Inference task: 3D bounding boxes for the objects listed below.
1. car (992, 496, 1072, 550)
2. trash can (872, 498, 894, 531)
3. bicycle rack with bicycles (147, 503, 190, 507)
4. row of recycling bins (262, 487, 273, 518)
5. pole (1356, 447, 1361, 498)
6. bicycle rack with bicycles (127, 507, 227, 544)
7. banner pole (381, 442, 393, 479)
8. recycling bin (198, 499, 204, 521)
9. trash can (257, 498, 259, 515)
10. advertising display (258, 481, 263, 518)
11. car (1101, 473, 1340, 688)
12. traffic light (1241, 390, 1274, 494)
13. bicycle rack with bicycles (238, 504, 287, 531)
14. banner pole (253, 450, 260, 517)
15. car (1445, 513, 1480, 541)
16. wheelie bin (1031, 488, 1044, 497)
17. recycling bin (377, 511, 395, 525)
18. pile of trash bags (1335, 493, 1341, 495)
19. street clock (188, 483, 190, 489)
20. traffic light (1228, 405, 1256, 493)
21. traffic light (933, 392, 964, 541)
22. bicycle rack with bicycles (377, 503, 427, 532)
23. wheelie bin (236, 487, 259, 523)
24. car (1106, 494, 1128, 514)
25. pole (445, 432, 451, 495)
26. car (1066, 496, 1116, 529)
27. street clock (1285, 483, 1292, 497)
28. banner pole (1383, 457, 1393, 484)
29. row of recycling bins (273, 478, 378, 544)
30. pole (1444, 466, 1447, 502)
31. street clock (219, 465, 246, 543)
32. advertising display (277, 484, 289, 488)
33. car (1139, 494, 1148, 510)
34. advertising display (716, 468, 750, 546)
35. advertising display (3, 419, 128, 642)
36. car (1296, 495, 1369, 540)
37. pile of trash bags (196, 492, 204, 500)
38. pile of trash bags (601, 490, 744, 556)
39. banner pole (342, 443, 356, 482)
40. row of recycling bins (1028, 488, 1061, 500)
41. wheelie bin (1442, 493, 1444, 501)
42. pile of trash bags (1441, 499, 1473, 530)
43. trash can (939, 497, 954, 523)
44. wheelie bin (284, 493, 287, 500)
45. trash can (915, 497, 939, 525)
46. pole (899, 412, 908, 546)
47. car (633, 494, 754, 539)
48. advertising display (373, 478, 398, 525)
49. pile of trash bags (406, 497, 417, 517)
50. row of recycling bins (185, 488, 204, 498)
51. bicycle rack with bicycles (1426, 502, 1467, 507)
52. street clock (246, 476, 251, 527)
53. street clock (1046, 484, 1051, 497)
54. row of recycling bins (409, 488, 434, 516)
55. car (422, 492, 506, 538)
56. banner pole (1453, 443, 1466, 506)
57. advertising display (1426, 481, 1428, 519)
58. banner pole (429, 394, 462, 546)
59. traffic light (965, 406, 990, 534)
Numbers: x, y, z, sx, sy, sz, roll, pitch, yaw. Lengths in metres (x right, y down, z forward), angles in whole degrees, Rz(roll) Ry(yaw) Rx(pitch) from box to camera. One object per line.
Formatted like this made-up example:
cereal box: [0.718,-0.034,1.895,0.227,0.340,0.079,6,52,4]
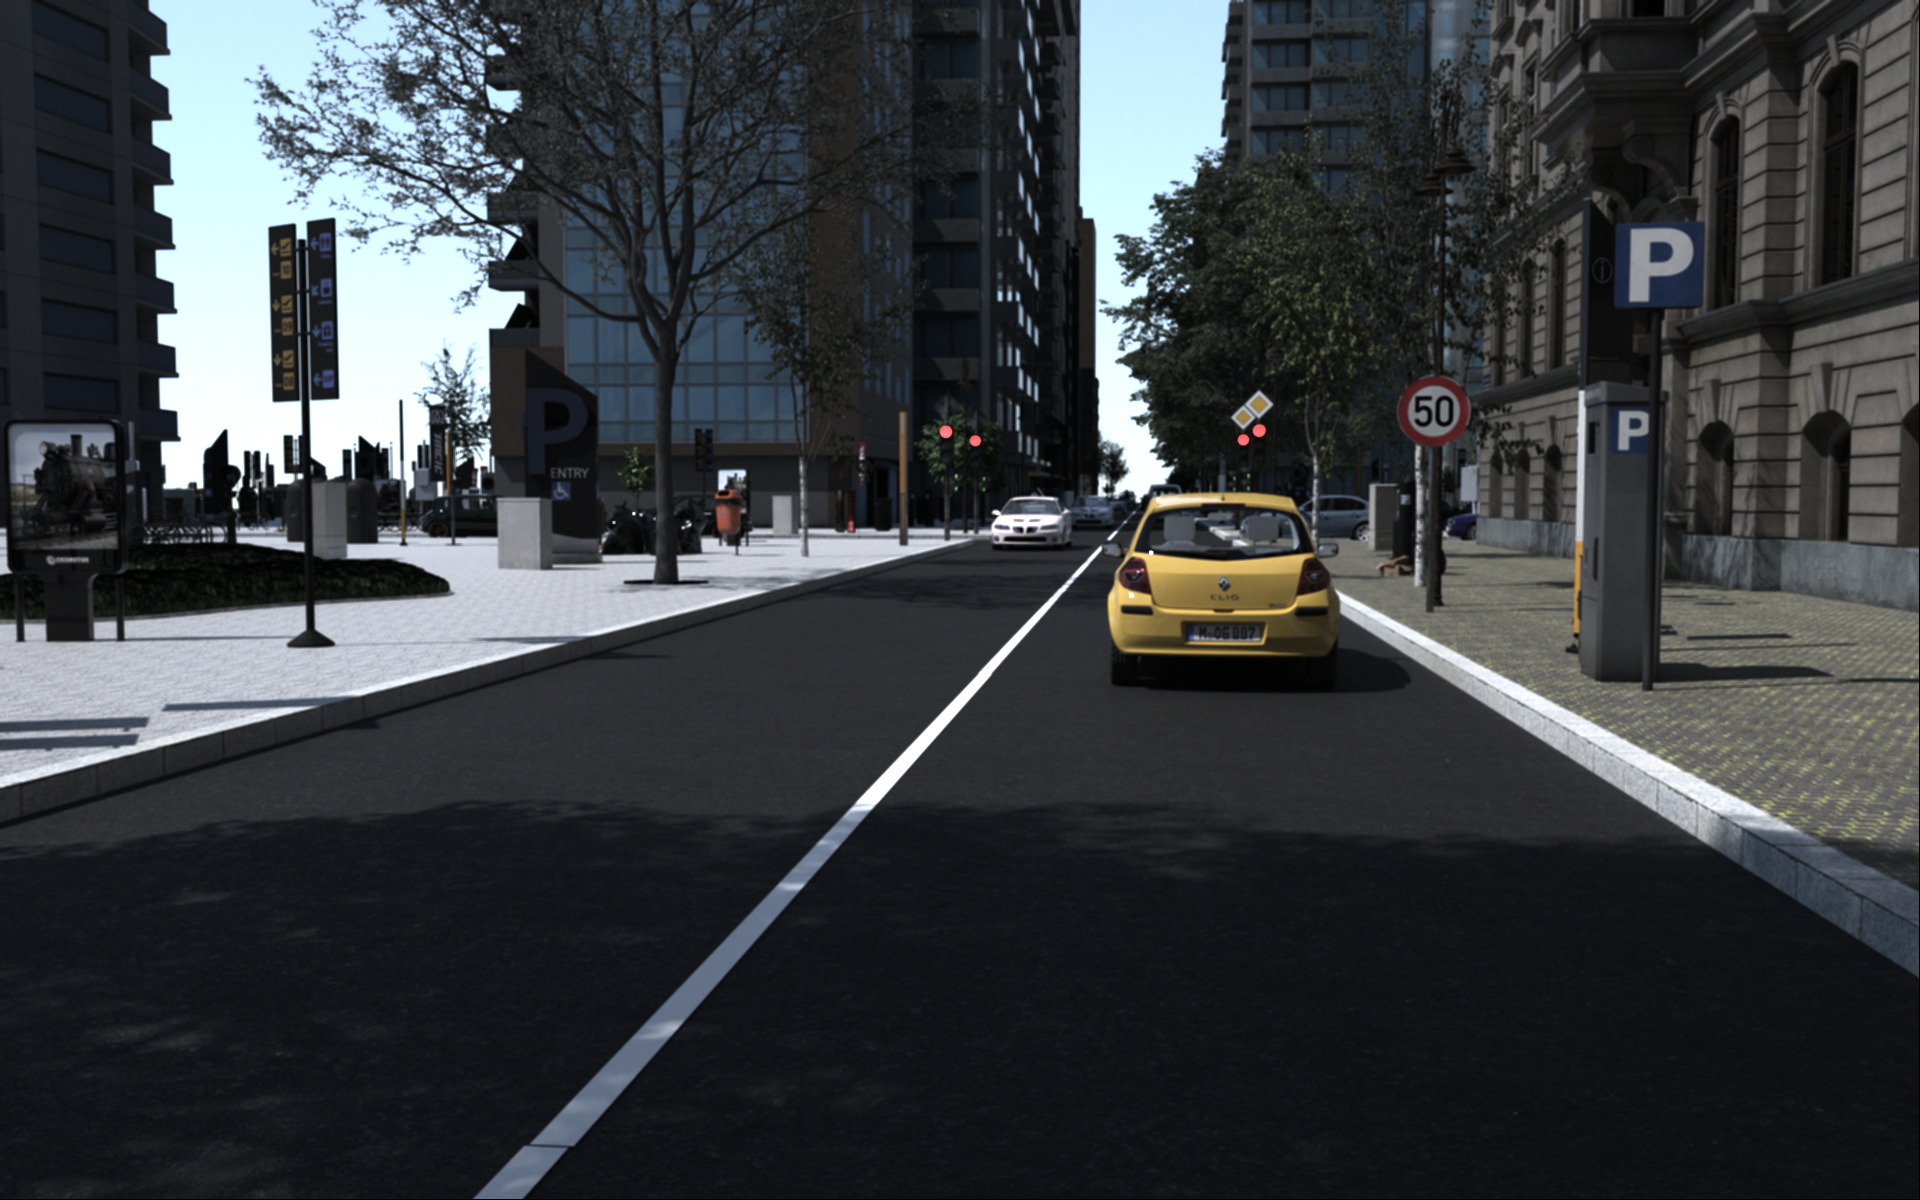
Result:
car: [1.940,-2.039,45.698,2.083,1.381,4.827,0,4,8]
trash can: [-2.667,-2.956,59.989,0.748,1.137,0.748,0,3,0]
bicycle rack with bicycles: [-27.280,-2.794,59.059,2.852,0.926,2.925,2,4,26]
row of recycling bins: [-37.984,-5.456,96.311,1.069,1.692,3.534,0,4,-6]
pole: [17.128,-4.932,74.475,0.158,3.312,0.155,0,3,0]
bicycle rack with bicycles: [-18.090,-1.573,39.096,2.925,0.926,2.852,-2,4,-25]
banner pole: [-27.269,-5.663,82.599,0.401,3.779,0.863,2,4,29]
recycling bin: [-35.125,-4.189,81.047,0.722,1.027,0.722,1,4,16]
trash can: [-42.080,-5.638,103.829,0.748,1.137,0.748,0,3,0]
advertising display: [-34.996,-4.982,86.674,0.123,1.923,0.974,-1,4,-19]
car: [2.148,-0.251,14.320,2.015,1.641,3.980,0,4,8]
traffic light: [8.028,-3.536,46.727,0.839,4.253,0.868,0,4,6]
bicycle rack with bicycles: [-24.360,-2.967,61.894,2.852,0.926,2.925,0,4,-1]
banner pole: [-40.319,-6.680,99.231,0.863,3.779,0.401,2,4,35]
car: [15.964,-2.267,49.640,3.894,1.354,1.945,1,4,8]
wheelie bin: [4.004,-4.982,89.370,0.693,1.594,0.980,0,4,8]
recycling bin: [-24.214,-3.691,72.903,0.722,1.027,0.722,-2,4,-30]
pile of trash bags: [26.478,-6.701,119.315,1.912,1.369,3.447,0,4,-7]
street clock: [-51.441,-6.801,115.759,0.358,2.002,0.471,-2,4,-26]
traffic light: [8.903,-4.021,54.664,0.839,4.253,0.868,0,4,6]
traffic light: [-0.334,-3.591,47.630,0.839,4.253,0.868,0,4,6]
bicycle rack with bicycles: [-19.324,-2.796,59.091,2.925,0.926,2.852,0,4,5]
wheelie bin: [-31.827,-4.257,77.503,0.693,1.594,0.980,3,4,38]
car: [11.196,-6.943,125.526,2.014,1.417,4.499,0,4,8]
pole: [-16.808,-3.869,57.098,0.158,3.312,0.155,0,3,0]
car: [5.521,-3.705,72.931,2.083,1.381,4.827,0,4,7]
street clock: [21.507,-6.668,113.587,0.358,2.002,0.471,3,5,45]
banner pole: [28.509,-7.665,115.336,0.863,3.779,0.401,-1,4,-10]
row of recycling bins: [-16.633,-2.364,45.762,3.534,1.692,1.069,3,4,39]
pole: [34.765,-7.963,124.032,0.158,3.312,0.155,0,3,0]
street clock: [-18.030,-2.340,42.823,0.471,2.002,0.358,0,4,-8]
advertising display: [-42.716,-6.386,109.622,0.974,1.923,0.123,0,4,-4]
car: [17.635,-9.225,159.873,2.155,1.783,4.494,0,4,7]
advertising display: [-5.586,-2.293,42.706,0.974,1.923,0.123,2,4,32]
advertising display: [-7.748,-0.600,15.027,0.974,1.923,0.123,0,4,-3]
car: [10.514,-2.369,50.741,4.499,1.417,2.014,0,4,7]
pile of trash bags: [-42.820,-5.288,96.213,3.447,1.369,1.912,2,4,30]
pile of trash bags: [-5.993,-1.653,36.787,3.447,1.369,1.912,2,4,32]
banner pole: [-29.900,-5.811,85.023,0.863,3.779,0.401,-3,5,-41]
row of recycling bins: [5.251,-6.862,119.307,3.534,1.692,1.069,1,4,19]
wheelie bin: [28.467,-5.850,103.555,0.980,1.594,0.693,-2,4,-32]
pile of trash bags: [17.350,-3.181,61.758,1.912,1.369,3.447,-2,4,-34]
trash can: [-0.634,-4.072,78.228,0.748,1.137,0.748,0,3,0]
wheelie bin: [-28.096,-3.992,73.175,0.980,1.594,0.693,1,4,22]
trash can: [-1.526,-3.749,72.951,0.748,1.137,0.748,0,3,0]
pole: [-1.401,-3.009,43.044,0.158,3.312,0.155,0,3,0]
car: [-8.483,-2.677,53.550,4.222,1.686,2.009,0,4,8]
advertising display: [-23.732,-4.061,71.603,0.974,1.923,0.123,-2,4,-28]
pile of trash bags: [-31.526,-5.224,95.166,3.447,1.369,1.912,1,4,16]
row of recycling bins: [-54.399,-7.126,123.625,1.069,1.692,3.534,0,4,4]
bicycle rack with bicycles: [21.575,-3.837,76.117,2.852,0.926,2.925,2,4,28]
street clock: [-28.042,-3.885,68.087,0.358,2.002,0.471,-2,4,-31]
street clock: [6.321,-7.268,123.409,0.358,2.002,0.471,1,4,16]
row of recycling bins: [-31.419,-5.750,101.128,1.069,1.692,3.534,-2,4,-31]
car: [-14.145,-2.607,52.415,4.222,1.686,2.009,0,4,5]
banner pole: [24.376,-5.790,84.686,0.401,3.779,0.863,-3,4,-38]
advertising display: [23.797,-5.035,87.528,0.974,1.923,0.123,3,5,44]
banner pole: [-12.833,-3.245,43.079,0.401,3.779,0.863,3,5,40]
traffic light: [0.541,-4.076,55.567,0.839,4.253,0.868,0,4,6]
